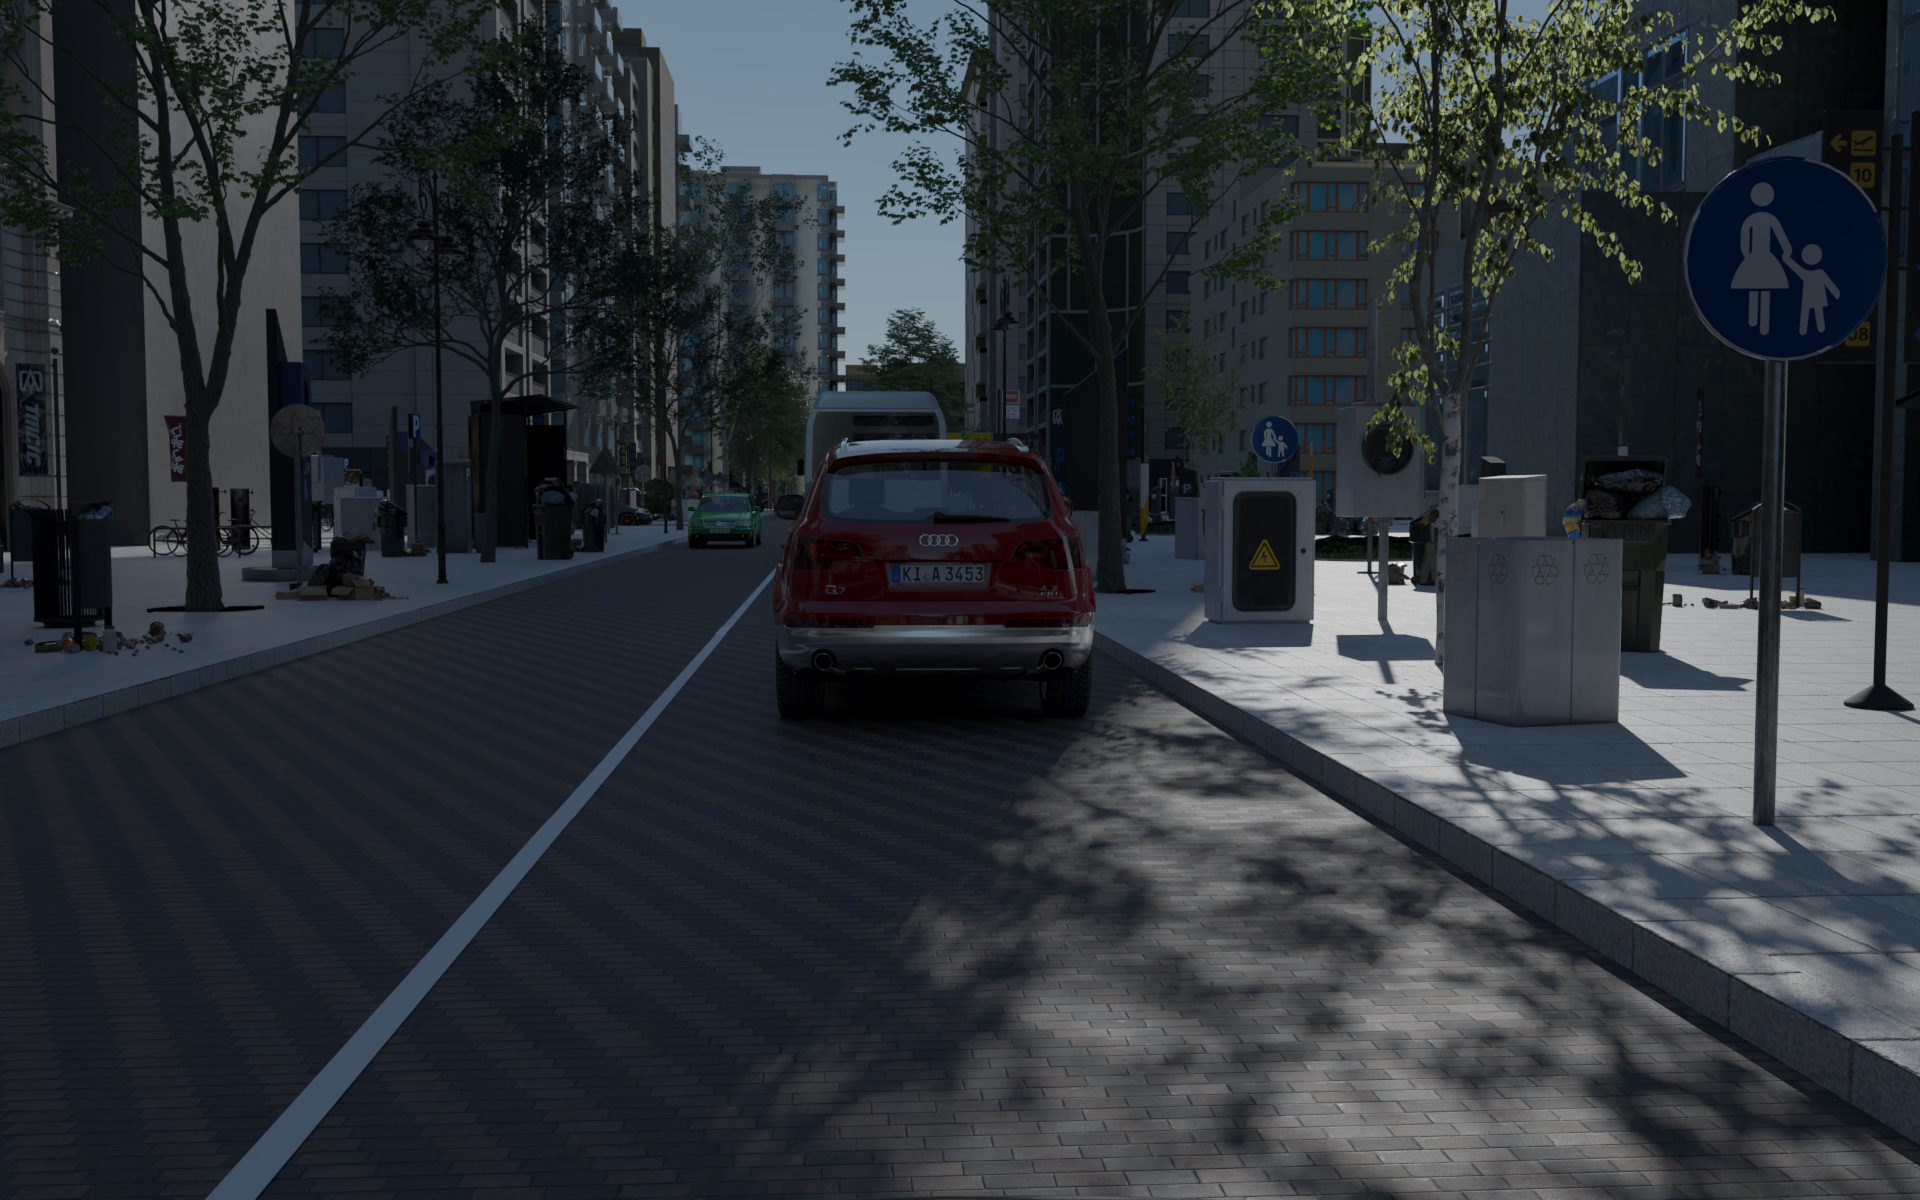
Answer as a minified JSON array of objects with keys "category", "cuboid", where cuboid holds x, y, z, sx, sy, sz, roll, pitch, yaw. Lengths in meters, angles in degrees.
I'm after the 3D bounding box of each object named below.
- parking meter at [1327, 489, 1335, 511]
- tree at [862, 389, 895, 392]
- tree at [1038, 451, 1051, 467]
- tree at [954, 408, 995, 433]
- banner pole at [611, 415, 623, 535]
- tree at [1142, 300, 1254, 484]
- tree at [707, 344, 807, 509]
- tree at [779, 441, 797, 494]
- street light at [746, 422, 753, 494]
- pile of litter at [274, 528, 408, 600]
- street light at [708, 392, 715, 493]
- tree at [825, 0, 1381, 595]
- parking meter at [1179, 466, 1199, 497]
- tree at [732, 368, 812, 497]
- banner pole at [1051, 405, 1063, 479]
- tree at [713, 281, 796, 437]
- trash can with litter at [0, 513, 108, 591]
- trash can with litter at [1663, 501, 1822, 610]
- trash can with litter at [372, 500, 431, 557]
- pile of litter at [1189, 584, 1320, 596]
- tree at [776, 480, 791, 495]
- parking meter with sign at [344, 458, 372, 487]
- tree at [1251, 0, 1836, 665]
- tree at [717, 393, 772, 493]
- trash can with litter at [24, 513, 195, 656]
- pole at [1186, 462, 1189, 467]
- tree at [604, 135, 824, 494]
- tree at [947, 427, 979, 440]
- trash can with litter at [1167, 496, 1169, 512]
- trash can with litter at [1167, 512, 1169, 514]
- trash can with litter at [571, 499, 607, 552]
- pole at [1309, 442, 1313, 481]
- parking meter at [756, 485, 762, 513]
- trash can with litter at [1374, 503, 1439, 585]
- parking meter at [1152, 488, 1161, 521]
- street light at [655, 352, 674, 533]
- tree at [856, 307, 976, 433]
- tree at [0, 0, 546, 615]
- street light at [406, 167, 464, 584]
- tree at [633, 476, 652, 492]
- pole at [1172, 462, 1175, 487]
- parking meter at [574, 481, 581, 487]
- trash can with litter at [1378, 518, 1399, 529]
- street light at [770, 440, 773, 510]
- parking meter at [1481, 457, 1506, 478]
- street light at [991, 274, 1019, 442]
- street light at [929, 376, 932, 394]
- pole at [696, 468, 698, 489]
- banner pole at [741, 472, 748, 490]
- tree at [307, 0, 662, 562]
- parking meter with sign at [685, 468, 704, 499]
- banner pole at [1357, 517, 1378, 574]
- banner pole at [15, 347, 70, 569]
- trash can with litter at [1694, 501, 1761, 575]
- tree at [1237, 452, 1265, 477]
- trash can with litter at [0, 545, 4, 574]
[{"category":"parking meter","cuboid":[17.490,-4.484,81.726,0.372,1.533,0.369,0,3,0]},{"category":"tree","cuboid":[-5.846,-12.654,141.301,8.767,10.594,7.601,0,4,3]},{"category":"tree","cuboid":[3.605,-5.145,78.724,1.663,3.219,1.824,0,3,0]},{"category":"tree","cuboid":[1.281,-11.902,144.965,4.360,8.622,3.978,0,3,0]},{"category":"banner pole","cuboid":[-10.834,-3.962,54.788,0.401,3.779,0.863,-1,4,-22]},{"category":"tree","cuboid":[9.065,-7.108,66.578,4.737,8.622,4.395,0,3,0]},{"category":"tree","cuboid":[-15.293,-13.002,130.709,7.486,12.596,7.792,0,3,0]},{"category":"tree","cuboid":[-18.594,-14.266,183.618,4.737,8.622,4.395,0,3,0]},{"category":"street light","cuboid":[-13.156,-8.281,108.174,0.468,5.910,1.993,0,4,-4]},{"category":"pile of litter","cuboid":[-7.605,-0.443,21.209,1.719,0.858,1.176,2,4,31]},{"category":"street light","cuboid":[-10.995,-6.353,76.664,0.468,5.910,1.993,0,4,-4]},{"category":"tree","cuboid":[1.819,-5.905,22.300,9.928,11.665,9.643,0,3,0]},{"category":"parking meter","cuboid":[4.806,-1.877,36.407,0.399,1.863,0.255,1,4,18]},{"category":"tree","cuboid":[-18.381,-16.125,170.299,9.857,13.997,8.962,0,3,0]},{"category":"banner pole","cuboid":[2.560,-3.238,42.966,0.863,3.779,0.401,-3,4,-38]},{"category":"tree","cuboid":[-9.957,-7.788,61.754,8.767,10.594,7.601,0,4,-1]},{"category":"trash can with litter","cuboid":[-13.334,-0.792,24.000,2.233,1.210,1.678,-3,5,-44]},{"category":"trash can with litter","cuboid":[8.850,-0.531,19.735,2.233,1.210,1.678,0,4,7]},{"category":"trash can with litter","cuboid":[-11.434,-1.473,35.468,0.624,1.170,1.055,3,5,41]},{"category":"pile of litter","cuboid":[3.757,-0.514,22.365,1.176,0.858,1.719,-2,4,-33]},{"category":"tree","cuboid":[-20.356,-12.611,200.789,1.663,3.219,1.824,0,3,0]},{"category":"parking meter with sign","cuboid":[-29.216,-5.421,84.901,1.738,3.016,0.543,-3,5,-44]},{"category":"tree","cuboid":[3.876,-3.824,12.891,4.360,8.622,3.978,0,3,0]},{"category":"tree","cuboid":[-14.966,-10.500,122.036,4.360,8.622,3.978,0,3,0]},{"category":"trash can with litter","cuboid":[-7.101,-0.227,14.774,1.678,1.210,2.233,0,4,0]},{"category":"pole","cuboid":[14.362,-7.058,109.243,0.158,3.312,0.155,0,3,0]},{"category":"tree","cuboid":[-14.027,-14.594,94.499,12.611,20.169,13.585,0,3,0]},{"category":"tree","cuboid":[0.204,-3.381,49.886,1.663,3.219,1.824,0,3,0]},{"category":"trash can with litter","cuboid":[13.744,-6.403,116.080,1.055,1.170,0.624,-2,4,-31]},{"category":"trash can with litter","cuboid":[14.302,-6.264,113.471,2.233,1.210,1.678,1,4,20]},{"category":"trash can with litter","cuboid":[-8.318,-1.642,38.228,1.055,1.170,0.624,1,4,20]},{"category":"pole","cuboid":[13.681,-4.505,67.507,0.158,3.312,0.155,0,3,0]},{"category":"parking meter","cuboid":[-13.532,-6.765,116.325,0.255,1.863,0.399,-3,4,-39]},{"category":"trash can with litter","cuboid":[6.400,-0.803,24.511,1.055,1.170,0.624,2,4,30]},{"category":"parking meter","cuboid":[7.874,-3.727,69.340,0.372,1.533,0.369,0,3,0]},{"category":"street light","cuboid":[-9.606,-5.113,56.385,0.468,5.910,1.993,0,4,-4]},{"category":"tree","cuboid":[-2.743,-11.471,105.680,7.486,12.596,7.792,0,3,0]},{"category":"tree","cuboid":[-8.244,-5.693,18.838,9.928,11.665,9.643,0,3,0]},{"category":"street light","cuboid":[-7.430,-3.174,24.683,0.468,5.910,1.993,0,4,-4]},{"category":"tree","cuboid":[-23.981,-8.416,132.206,1.663,3.219,1.824,0,3,0]},{"category":"pole","cuboid":[13.525,-7.099,109.916,0.158,3.312,0.155,0,3,0]},{"category":"parking meter","cuboid":[-17.008,-4.369,77.150,0.255,1.863,0.399,1,4,15]},{"category":"trash can with litter","cuboid":[15.086,-3.262,64.391,1.678,1.210,2.233,-2,4,-33]},{"category":"street light","cuboid":[-15.307,-10.227,140.002,0.468,5.910,1.993,0,4,-4]},{"category":"parking meter","cuboid":[8.295,-1.300,26.974,0.255,1.863,0.399,-1,4,-9]},{"category":"street light","cuboid":[0.939,-3.900,36.549,0.468,5.910,1.993,0,4,-4]},{"category":"street light","cuboid":[-1.143,-5.827,68.065,0.468,5.910,1.993,0,4,-4]},{"category":"pole","cuboid":[-20.714,-8.732,136.617,0.158,3.312,0.155,0,3,0]},{"category":"banner pole","cuboid":[-17.356,-9.166,139.887,0.863,3.779,0.401,-3,5,-43]},{"category":"tree","cuboid":[-8.544,-5.988,32.318,7.601,10.594,8.767,-1,4,-9]},{"category":"parking meter with sign","cuboid":[-18.167,-7.377,116.869,1.738,3.016,0.543,1,4,10]},{"category":"banner pole","cuboid":[6.682,-2.326,28.054,0.401,3.779,0.863,1,4,19]},{"category":"banner pole","cuboid":[-15.547,-2.408,29.383,0.401,3.779,0.863,3,5,43]},{"category":"trash can with litter","cuboid":[12.267,-0.988,27.548,1.055,1.170,0.624,1,4,22]},{"category":"tree","cuboid":[13.021,-5.159,78.944,1.663,3.219,1.824,0,3,0]},{"category":"trash can with litter","cuboid":[-8.626,-0.193,14.551,1.055,1.170,0.624,0,4,4]}]
